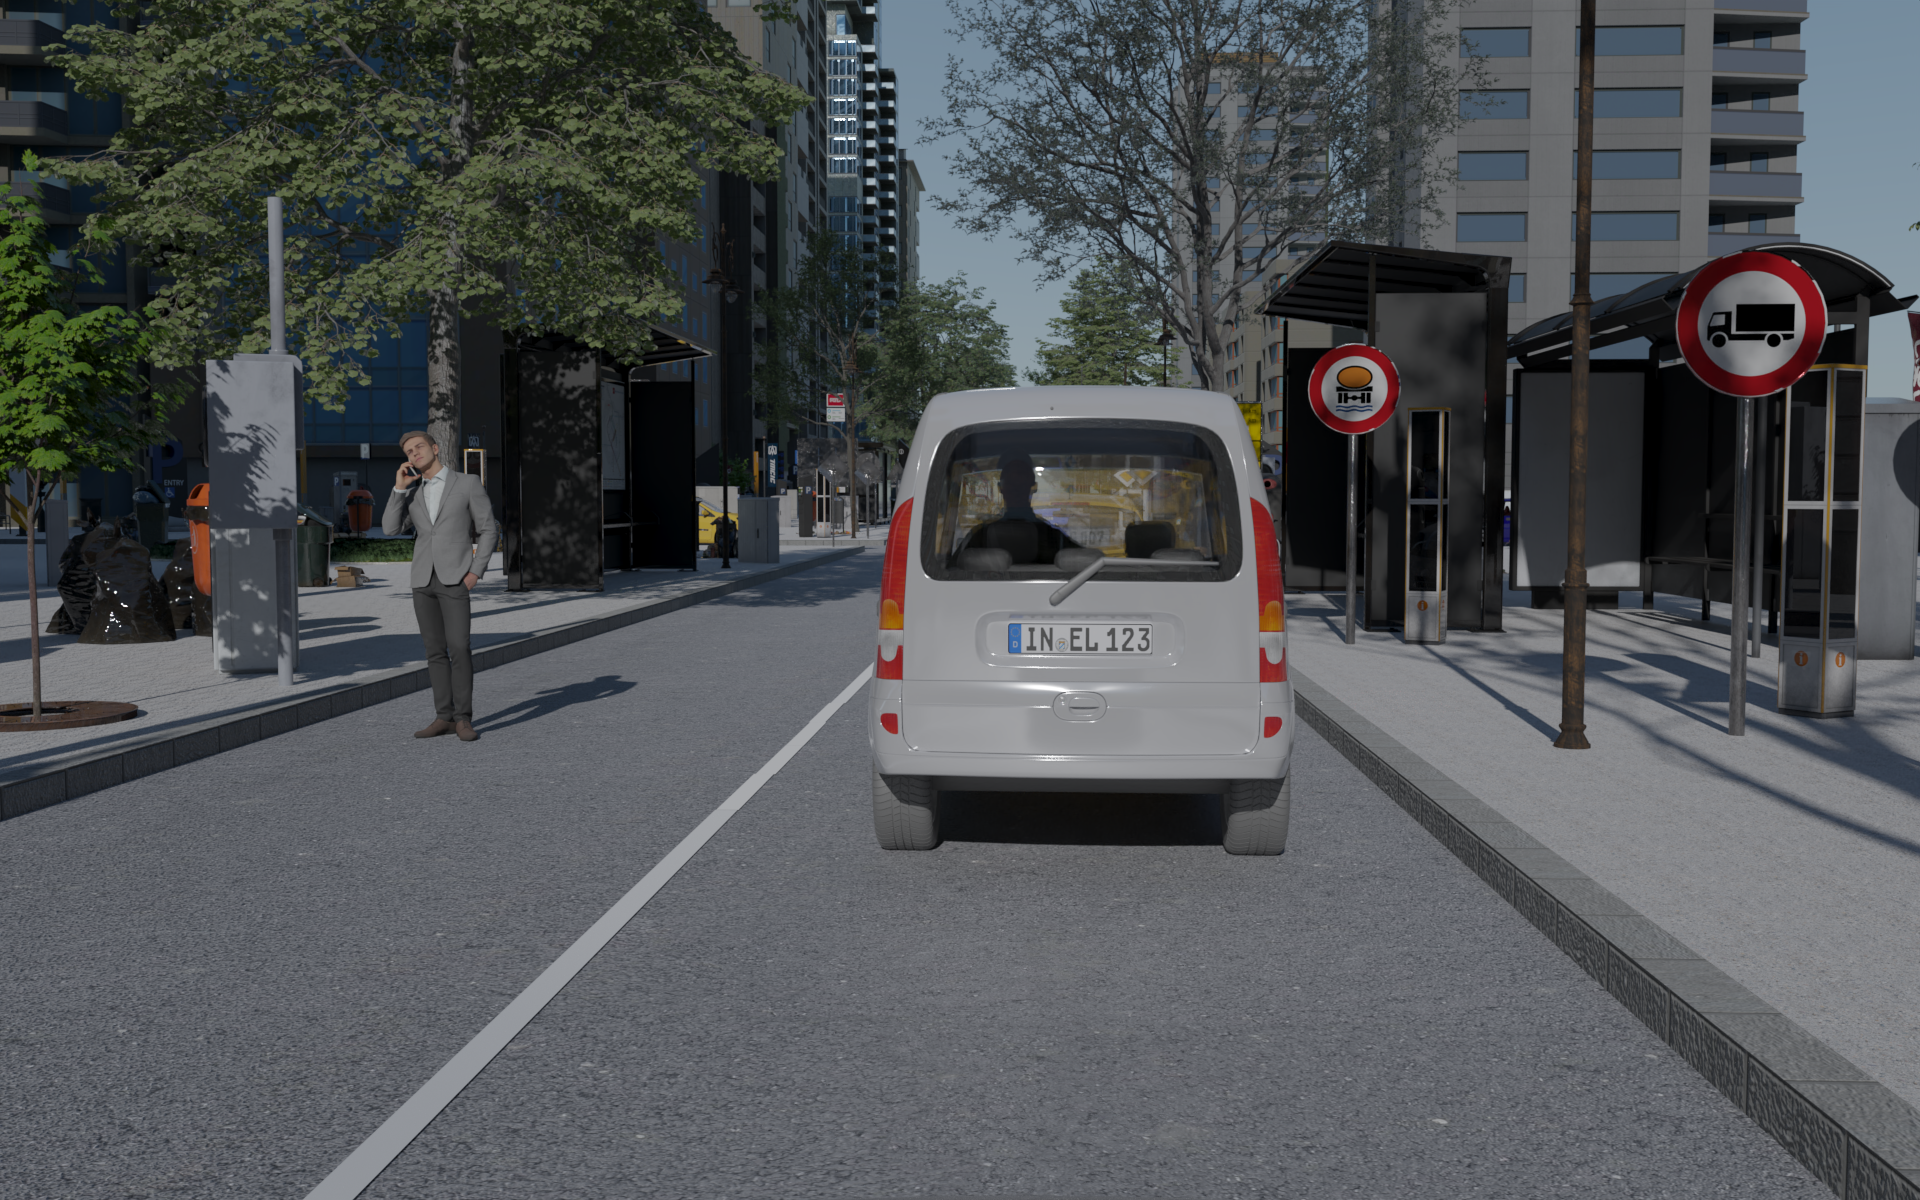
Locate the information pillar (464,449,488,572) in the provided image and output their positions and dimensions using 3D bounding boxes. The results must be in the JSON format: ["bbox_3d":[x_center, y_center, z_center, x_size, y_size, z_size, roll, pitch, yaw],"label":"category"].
[{"bbox_3d":[-7.979,-1.472,28.567,0.304,2.012,0.304,0,4,-5],"label":"information pillar"}]

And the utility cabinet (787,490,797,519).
[{"bbox_3d":[-8.904,-4.929,89.275,1.173,1.500,0.318,3,5,44],"label":"utility cabinet"}]

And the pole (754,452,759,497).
[{"bbox_3d":[-9.803,-5.473,83.324,0.158,3.312,0.155,0,3,0],"label":"pole"}]

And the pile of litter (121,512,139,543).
[{"bbox_3d":[-19.906,-1.654,41.010,1.176,0.858,1.719,0,4,1],"label":"pile of litter"}]

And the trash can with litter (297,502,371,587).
[{"bbox_3d":[-8.732,-0.772,24.004,1.055,1.170,0.624,0,4,-2],"label":"trash can with litter"}]

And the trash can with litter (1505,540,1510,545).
[{"bbox_3d":[13.338,-1.786,40.596,1.055,1.170,0.624,1,4,16],"label":"trash can with litter"}]

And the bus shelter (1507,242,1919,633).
[{"bbox_3d":[6.793,-1.393,16.707,2.014,3.302,5.546,0,4,3],"label":"bus shelter"}]

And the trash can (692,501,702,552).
[{"bbox_3d":[-5.860,-1.544,36.904,0.748,1.137,0.748,0,3,0],"label":"trash can"}]

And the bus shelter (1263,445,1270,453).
[{"bbox_3d":[10.080,-4.292,64.090,2.014,3.302,5.546,0,4,3],"label":"bus shelter"}]

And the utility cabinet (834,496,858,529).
[{"bbox_3d":[-4.202,-3.217,63.757,1.020,1.237,0.306,3,5,42],"label":"utility cabinet"}]

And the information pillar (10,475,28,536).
[{"bbox_3d":[-28.484,-3.733,52.382,0.504,3.616,0.183,0,4,1],"label":"information pillar"}]

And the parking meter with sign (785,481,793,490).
[{"bbox_3d":[-10.617,-6.685,105.555,1.738,3.016,0.543,-3,5,-45],"label":"parking meter with sign"}]

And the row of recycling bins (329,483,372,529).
[{"bbox_3d":[-22.196,-3.419,63.008,1.069,1.692,3.534,0,4,-6],"label":"row of recycling bins"}]

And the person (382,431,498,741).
[{"bbox_3d":[-3.048,-0.092,10.183,0.592,1.802,0.473,2,4,25],"label":"person"}]

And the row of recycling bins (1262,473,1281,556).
[{"bbox_3d":[5.551,-1.648,34.063,3.534,1.692,1.069,0,4,-1],"label":"row of recycling bins"}]

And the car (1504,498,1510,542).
[{"bbox_3d":[14.090,-2.020,45.600,3.894,1.354,1.945,0,4,5],"label":"car"}]

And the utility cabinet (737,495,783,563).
[{"bbox_3d":[-3.776,-1.300,32.421,0.306,1.237,1.020,-3,5,-40],"label":"utility cabinet"}]

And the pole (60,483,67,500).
[{"bbox_3d":[-31.311,-4.075,60.472,0.158,3.312,0.155,0,3,0],"label":"pole"}]

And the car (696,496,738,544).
[{"bbox_3d":[-7.203,-2.189,46.019,3.980,1.641,2.015,0,4,3],"label":"car"}]

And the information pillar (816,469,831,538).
[{"bbox_3d":[-3.985,-2.821,50.620,0.304,2.012,0.304,2,4,33],"label":"information pillar"}]

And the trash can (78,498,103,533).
[{"bbox_3d":[-28.933,-2.816,57.691,0.748,1.137,0.748,0,3,0],"label":"trash can"}]

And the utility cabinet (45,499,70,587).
[{"bbox_3d":[-12.743,-0.814,24.464,0.306,1.237,1.020,-2,4,-28],"label":"utility cabinet"}]

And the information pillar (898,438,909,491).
[{"bbox_3d":[-2.368,-4.972,72.641,0.504,3.616,0.183,1,4,21],"label":"information pillar"}]

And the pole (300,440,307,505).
[{"bbox_3d":[-24.937,-4.402,65.821,0.158,3.312,0.155,0,3,0],"label":"pole"}]

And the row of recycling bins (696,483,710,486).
[{"bbox_3d":[-10.810,-3.468,63.812,3.534,1.692,1.069,0,4,5],"label":"row of recycling bins"}]

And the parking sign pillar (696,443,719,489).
[{"bbox_3d":[-13.266,-6.245,90.581,1.447,3.967,1.447,-2,4,-28],"label":"parking sign pillar"}]

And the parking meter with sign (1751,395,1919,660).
[{"bbox_3d":[7.064,-1.053,13.470,1.738,3.016,0.543,0,4,1],"label":"parking meter with sign"}]

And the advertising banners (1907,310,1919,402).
[{"bbox_3d":[9.857,-1.284,17.187,2.074,3.025,0.090,-3,4,-36],"label":"advertising banners"}]

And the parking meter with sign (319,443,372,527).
[{"bbox_3d":[-20.939,-3.835,58.957,0.543,3.016,1.738,3,5,40],"label":"parking meter with sign"}]

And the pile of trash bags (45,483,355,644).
[{"bbox_3d":[-6.892,-0.346,15.403,1.912,1.369,3.447,-2,4,-35],"label":"pile of trash bags"}]

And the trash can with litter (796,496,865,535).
[{"bbox_3d":[-4.205,-2.717,55.476,2.233,1.210,1.678,2,4,30],"label":"trash can with litter"}]

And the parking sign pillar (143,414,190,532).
[{"bbox_3d":[-27.007,-4.308,58.909,1.447,3.967,1.447,3,4,37],"label":"parking sign pillar"}]

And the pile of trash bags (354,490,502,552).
[{"bbox_3d":[-11.921,-1.767,38.636,3.447,1.369,1.912,0,4,-8],"label":"pile of trash bags"}]

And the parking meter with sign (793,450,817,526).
[{"bbox_3d":[-5.969,-4.482,69.538,0.543,3.016,1.738,1,4,22],"label":"parking meter with sign"}]

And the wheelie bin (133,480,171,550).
[{"bbox_3d":[-18.166,-1.897,38.932,0.693,1.594,0.980,-1,4,-15],"label":"wheelie bin"}]

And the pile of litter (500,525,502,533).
[{"bbox_3d":[-14.698,-2.622,56.840,1.719,0.858,1.176,1,4,10],"label":"pile of litter"}]

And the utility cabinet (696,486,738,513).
[{"bbox_3d":[-7.058,-2.545,50.288,1.173,1.500,0.318,-2,4,-27],"label":"utility cabinet"}]

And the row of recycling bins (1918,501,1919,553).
[{"bbox_3d":[22.409,-1.906,38.274,3.534,1.692,1.069,0,4,-6],"label":"row of recycling bins"}]

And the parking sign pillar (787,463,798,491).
[{"bbox_3d":[-11.102,-7.920,117.970,1.447,3.967,1.447,-1,4,-21],"label":"parking sign pillar"}]

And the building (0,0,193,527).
[{"bbox_3d":[-45.126,-25.627,73.629,28.867,44.769,22.147,0,4,3],"label":"building"}]

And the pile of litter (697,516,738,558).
[{"bbox_3d":[-4.673,-1.282,34.931,1.719,0.858,1.176,2,4,26],"label":"pile of litter"}]

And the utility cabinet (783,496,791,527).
[{"bbox_3d":[-6.927,-3.413,66.966,0.306,1.237,1.020,-3,4,-38],"label":"utility cabinet"}]

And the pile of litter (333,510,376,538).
[{"bbox_3d":[-17.646,-2.199,49.922,1.719,0.858,1.176,0,4,3],"label":"pile of litter"}]

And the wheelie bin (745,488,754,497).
[{"bbox_3d":[-11.547,-5.372,95.737,0.693,1.594,0.980,-1,4,-16],"label":"wheelie bin"}]

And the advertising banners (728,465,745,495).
[{"bbox_3d":[-13.094,-6.571,103.616,2.074,3.025,0.090,1,4,8],"label":"advertising banners"}]

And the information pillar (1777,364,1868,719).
[{"bbox_3d":[4.964,-0.336,9.984,0.304,2.012,0.304,-2,4,-28],"label":"information pillar"}]

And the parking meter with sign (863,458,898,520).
[{"bbox_3d":[-3.862,-5.374,84.118,1.738,3.016,0.543,1,4,9],"label":"parking meter with sign"}]

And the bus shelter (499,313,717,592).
[{"bbox_3d":[-5.028,-2.103,25.670,1.731,3.624,6.357,0,4,3],"label":"bus shelter"}]

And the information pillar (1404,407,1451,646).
[{"bbox_3d":[3.990,-0.630,14.785,0.304,2.012,0.304,2,4,27],"label":"information pillar"}]

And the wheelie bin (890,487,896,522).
[{"bbox_3d":[-2.895,-4.381,79.533,0.980,1.594,0.693,0,4,1],"label":"wheelie bin"}]

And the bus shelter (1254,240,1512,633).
[{"bbox_3d":[4.450,-1.701,19.099,1.731,3.624,6.357,0,4,3],"label":"bus shelter"}]

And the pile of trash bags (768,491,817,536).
[{"bbox_3d":[-5.952,-2.643,52.972,3.447,1.369,1.912,1,4,9],"label":"pile of trash bags"}]

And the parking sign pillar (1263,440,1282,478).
[{"bbox_3d":[15.519,-5.919,85.251,1.447,3.967,1.447,0,4,-1],"label":"parking sign pillar"}]

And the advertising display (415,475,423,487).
[{"bbox_3d":[-17.801,-3.200,57.538,0.123,1.923,0.974,1,4,8],"label":"advertising display"}]

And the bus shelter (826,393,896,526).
[{"bbox_3d":[-4.087,-5.735,71.401,2.179,5.291,8.768,0,4,3],"label":"bus shelter"}]

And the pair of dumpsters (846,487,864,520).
[{"bbox_3d":[-4.417,-4.681,79.027,1.574,2.255,4.437,0,4,3],"label":"pair of dumpsters"}]

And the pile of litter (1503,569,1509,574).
[{"bbox_3d":[8.312,-0.883,28.407,1.176,0.858,1.719,-1,4,-16],"label":"pile of litter"}]
